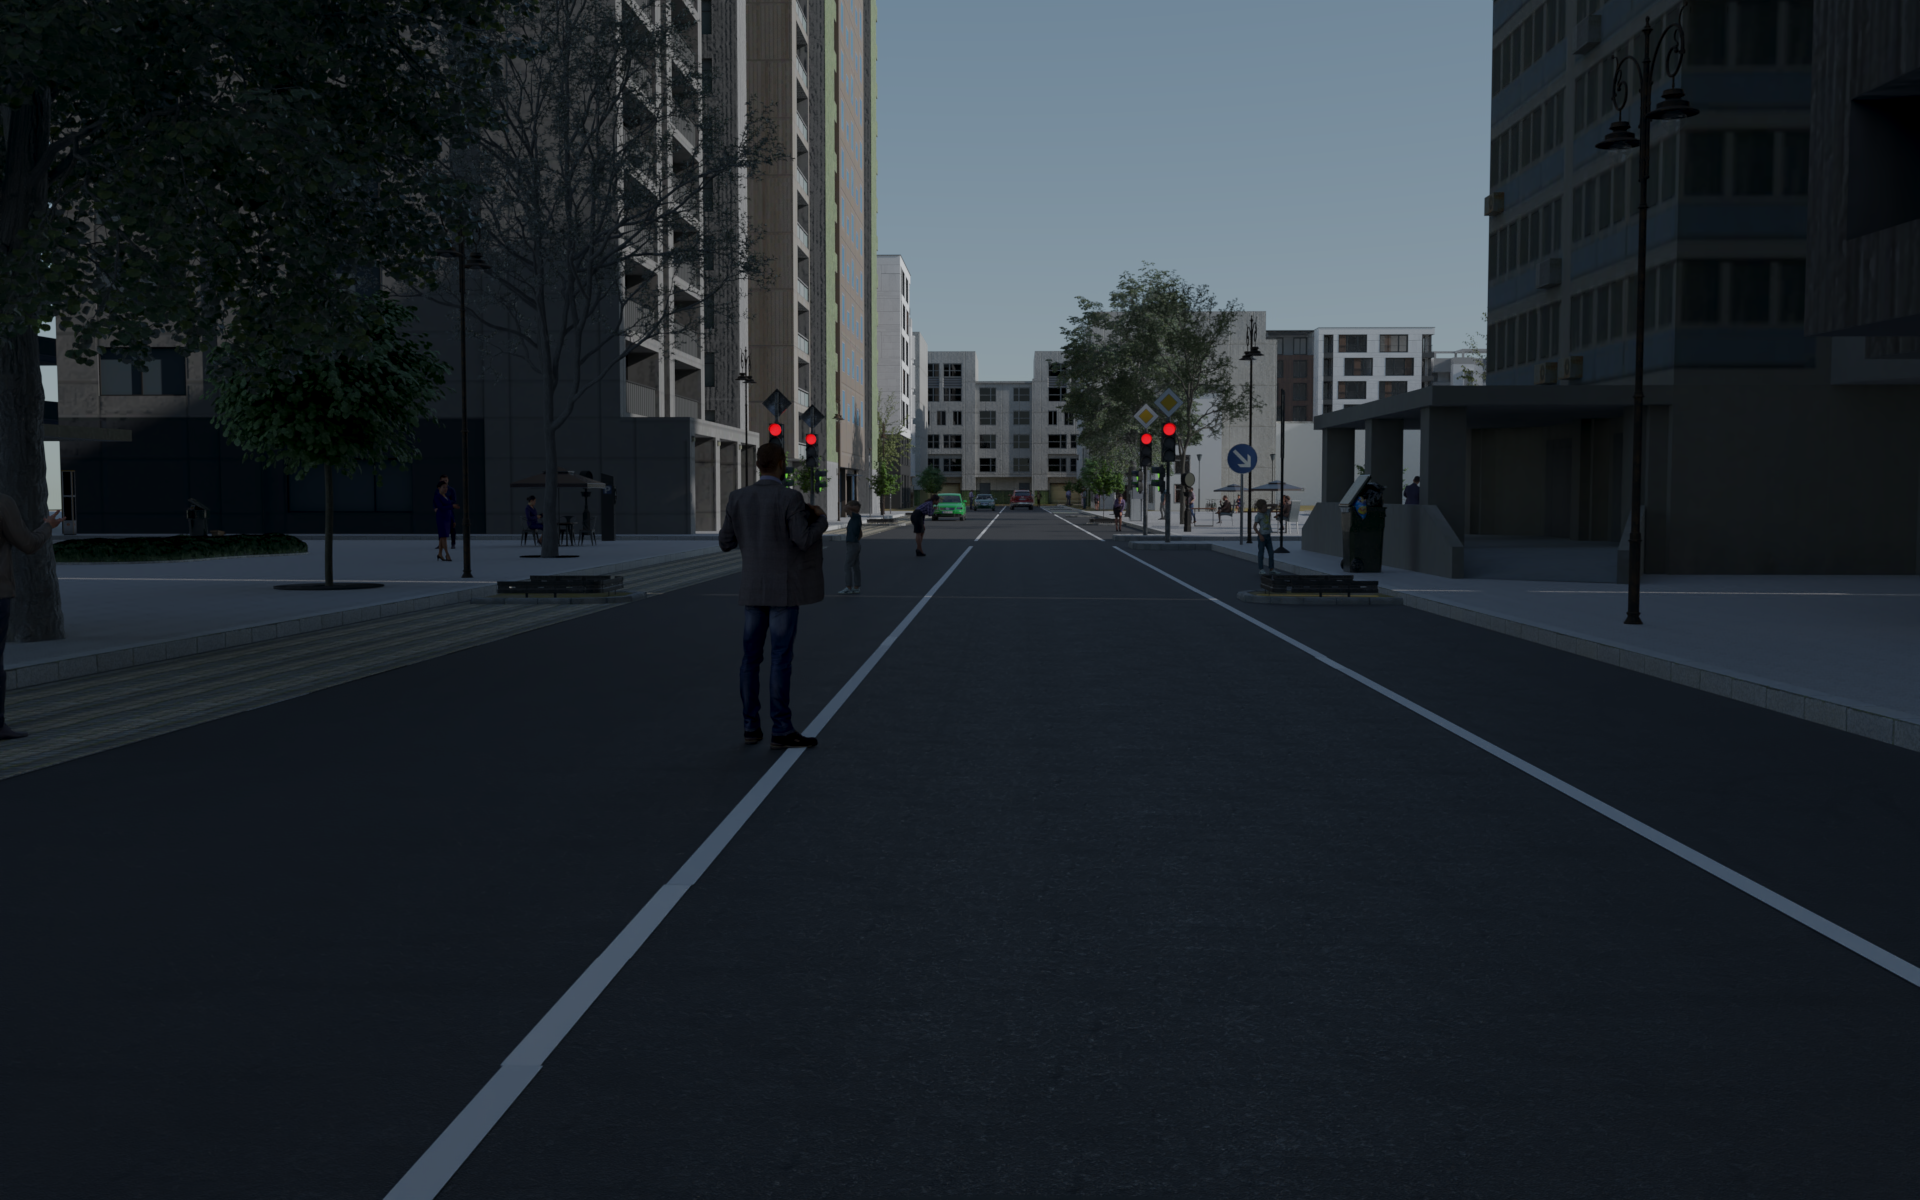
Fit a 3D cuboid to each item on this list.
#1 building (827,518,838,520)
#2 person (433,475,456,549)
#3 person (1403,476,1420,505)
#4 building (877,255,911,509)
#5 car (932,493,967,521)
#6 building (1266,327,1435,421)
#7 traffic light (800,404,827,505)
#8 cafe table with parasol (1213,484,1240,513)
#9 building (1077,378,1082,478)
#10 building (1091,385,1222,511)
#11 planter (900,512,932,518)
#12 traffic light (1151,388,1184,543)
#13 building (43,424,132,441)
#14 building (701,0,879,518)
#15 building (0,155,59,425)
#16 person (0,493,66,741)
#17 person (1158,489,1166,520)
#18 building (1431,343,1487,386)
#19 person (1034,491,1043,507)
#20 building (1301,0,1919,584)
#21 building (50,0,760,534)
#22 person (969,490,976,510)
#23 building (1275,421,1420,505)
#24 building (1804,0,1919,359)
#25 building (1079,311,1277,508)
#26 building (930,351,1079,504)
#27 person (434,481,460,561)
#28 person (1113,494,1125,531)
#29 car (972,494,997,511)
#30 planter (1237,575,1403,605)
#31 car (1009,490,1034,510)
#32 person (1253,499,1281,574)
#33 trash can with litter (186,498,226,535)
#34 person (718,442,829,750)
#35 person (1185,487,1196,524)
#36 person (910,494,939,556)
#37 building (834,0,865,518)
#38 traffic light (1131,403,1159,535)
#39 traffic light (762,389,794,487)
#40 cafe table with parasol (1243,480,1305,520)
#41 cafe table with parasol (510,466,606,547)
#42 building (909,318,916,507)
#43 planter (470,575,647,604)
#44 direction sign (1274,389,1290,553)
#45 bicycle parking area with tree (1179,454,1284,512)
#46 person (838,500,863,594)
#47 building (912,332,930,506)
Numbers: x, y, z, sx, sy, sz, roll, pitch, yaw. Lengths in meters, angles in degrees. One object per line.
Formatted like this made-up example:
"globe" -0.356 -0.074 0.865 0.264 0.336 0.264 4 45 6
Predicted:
"building" -13.533 -24.347 81.661 14.154 41.232 14.086 0 4 2
"person" -12.080 -2.067 40.547 0.576 1.737 0.504 0 4 -4
"person" 12.110 -2.438 46.353 0.683 1.767 0.568 2 4 31
"building" -19.067 -18.486 146.223 27.936 21.610 32.646 0 4 2
"car" -0.595 -5.209 93.964 1.959 1.807 4.718 0 4 2
"building" 42.092 -23.378 226.211 32.646 21.610 27.936 0 4 2
"traffic light" -4.592 -3.986 54.088 0.839 4.253 0.868 0 4 2
"cafe table with parasol" 18.154 -6.732 114.938 2.610 1.966 2.610 1 4 14
"building" 21.431 -20.862 197.513 16.016 20.091 11.380 0 4 2
"building" 16.134 -12.521 146.861 9.099 9.664 28.070 0 4 2
"planter" -2.623 -5.190 105.994 1.991 0.319 1.994 0 4 2
"traffic light" 5.485 -3.478 45.788 0.839 4.253 0.868 0 4 2
"building" -37.102 -23.283 35.296 28.867 44.769 22.147 0 4 2
"building" -12.763 -26.073 109.883 14.154 41.232 14.086 0 4 2
"building" -43.066 -25.193 62.020 14.200 45.320 14.600 0 4 2
"person" -5.693 -0.069 10.157 0.617 1.759 0.750 0 4 3
"person" 10.111 -4.907 86.402 0.434 1.807 0.598 0 4 1
"building" 63.909 -22.231 219.891 11.380 20.091 16.016 0 4 2
"person" 8.668 -11.168 191.183 0.705 1.812 1.348 -3 5 -43
"building" 23.772 -20.766 31.402 32.217 40.220 23.993 0 4 2
"building" -18.412 -38.240 63.481 20.563 71.187 20.611 0 4 2
"person" 1.160 -9.151 157.994 0.599 1.838 0.709 -2 4 -27
"building" 47.452 -15.717 199.122 28.070 9.664 9.099 0 4 2
"building" 14.686 -14.749 12.850 14.160 30.474 14.107 0 4 2
"building" 21.406 -18.941 176.147 16.747 18.905 31.486 0 4 2
"building" 9.481 -21.770 222.392 31.486 18.905 16.747 0 4 2
"person" -9.733 -1.505 33.015 0.546 1.535 0.453 0 4 1
"person" 6.107 -3.348 66.475 0.421 1.427 0.697 0 4 -6
"car" 2.088 -8.339 148.145 2.131 1.459 4.920 0 4 1
"planter" 4.795 -0.142 23.453 1.991 0.319 1.994 0 4 2
"car" 5.600 -9.116 157.719 2.281 1.827 5.304 0 3 0
"person" 5.481 -1.131 30.900 0.435 1.345 0.340 -3 5 -42
"trash can with litter" -20.638 -2.210 47.525 1.055 1.170 0.624 0 4 -3
"person" -1.045 -0.036 9.904 0.655 1.722 0.431 2 4 35
"person" 10.008 -4.108 75.164 0.435 1.587 0.963 -1 4 -16
"person" -0.810 -1.721 39.878 0.697 1.427 0.421 -1 4 -19
"building" -12.839 -27.249 95.637 14.600 45.320 14.200 0 4 2
"traffic light" 5.744 -3.966 53.769 0.839 4.253 0.868 0 4 2
"traffic light" -4.852 -3.498 46.107 0.839 4.253 0.868 0 4 2
"cafe table with parasol" 15.585 -4.912 85.182 2.610 1.966 2.610 1 4 19
"cafe table with parasol" -9.874 -2.311 42.645 2.610 1.966 2.610 -2 4 -32
"building" -12.310 -19.074 168.279 16.016 20.091 11.380 0 4 2
"planter" -5.309 -0.134 23.323 1.991 0.319 1.994 0 4 2
"direction sign" 7.004 -2.792 37.645 0.379 3.537 0.876 1 4 14
"bicycle parking area with tree" 19.655 -8.367 123.795 8.231 4.147 9.016 2 4 26
"person" -1.582 -0.770 25.003 0.340 1.345 0.435 0 4 0
"building" -19.840 -20.249 197.524 31.486 18.905 16.747 0 4 2
